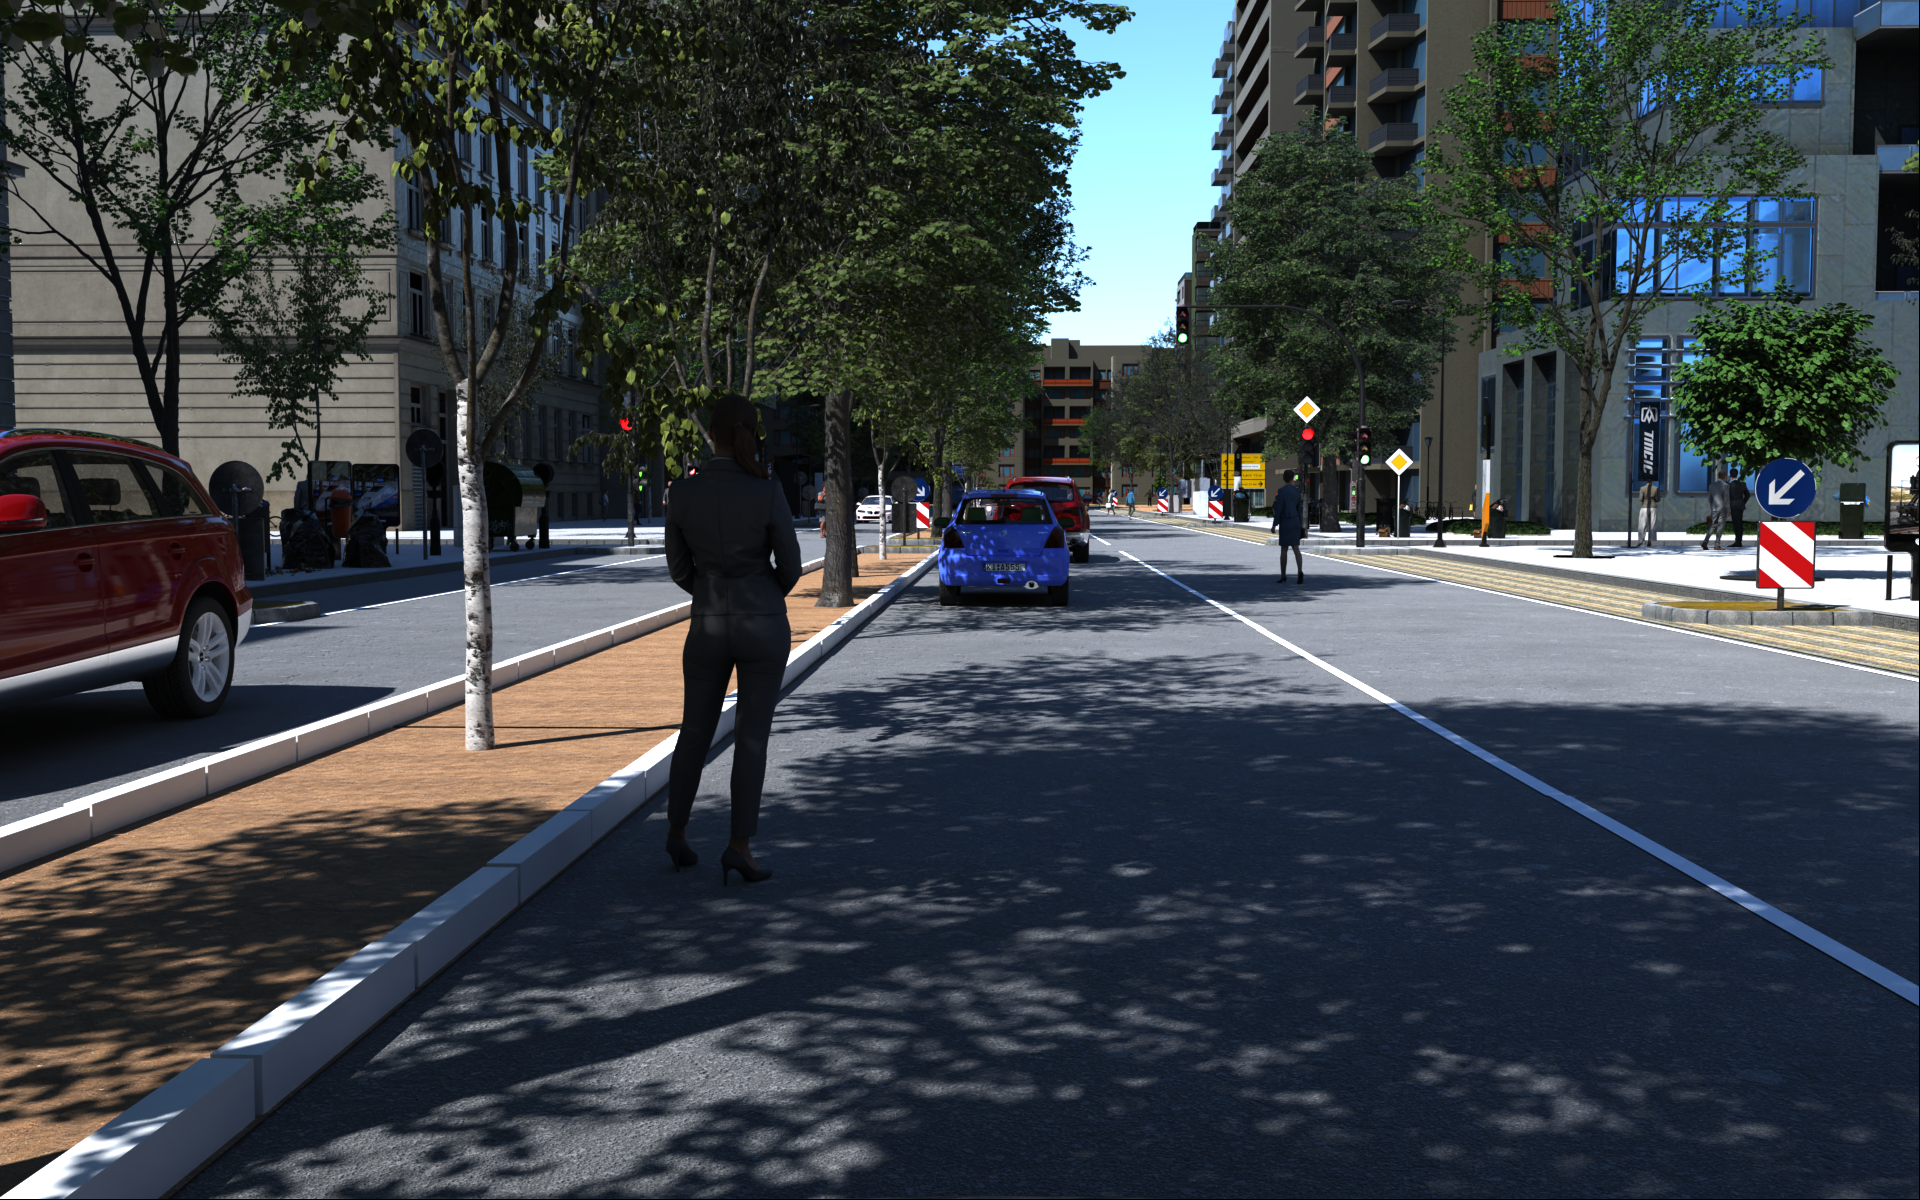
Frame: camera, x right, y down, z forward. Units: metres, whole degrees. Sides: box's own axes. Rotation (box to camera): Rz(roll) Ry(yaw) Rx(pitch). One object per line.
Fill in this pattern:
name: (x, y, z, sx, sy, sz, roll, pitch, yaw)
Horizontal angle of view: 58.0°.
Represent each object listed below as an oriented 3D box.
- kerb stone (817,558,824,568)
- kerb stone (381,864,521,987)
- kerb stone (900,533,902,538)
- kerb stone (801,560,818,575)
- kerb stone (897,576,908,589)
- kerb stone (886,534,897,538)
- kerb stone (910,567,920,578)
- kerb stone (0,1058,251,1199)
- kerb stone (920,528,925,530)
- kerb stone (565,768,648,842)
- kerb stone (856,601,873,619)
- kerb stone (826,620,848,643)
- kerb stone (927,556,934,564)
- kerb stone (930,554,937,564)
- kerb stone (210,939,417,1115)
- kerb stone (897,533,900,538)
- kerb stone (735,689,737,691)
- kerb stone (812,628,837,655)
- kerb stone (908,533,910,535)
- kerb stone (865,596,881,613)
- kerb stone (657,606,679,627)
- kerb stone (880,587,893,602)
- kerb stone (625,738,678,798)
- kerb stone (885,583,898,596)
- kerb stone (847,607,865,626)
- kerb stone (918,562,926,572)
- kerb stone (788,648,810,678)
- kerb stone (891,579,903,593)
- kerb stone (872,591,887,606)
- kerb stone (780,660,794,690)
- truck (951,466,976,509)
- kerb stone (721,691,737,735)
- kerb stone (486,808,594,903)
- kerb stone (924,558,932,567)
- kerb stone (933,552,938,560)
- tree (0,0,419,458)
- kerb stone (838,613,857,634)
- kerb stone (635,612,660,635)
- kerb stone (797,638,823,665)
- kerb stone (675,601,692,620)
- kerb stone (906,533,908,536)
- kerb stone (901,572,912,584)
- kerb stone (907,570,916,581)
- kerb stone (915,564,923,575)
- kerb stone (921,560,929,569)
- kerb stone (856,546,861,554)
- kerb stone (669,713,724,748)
kerb stone: (-2.779, -0.677, 33.263, 0.120, 0.150, 1.000, 0, 4, 2)
kerb stone: (-1.607, 1.029, 5.497, 0.120, 0.150, 1.000, 0, 4, 2)
kerb stone: (-2.035, -2.022, 55.304, 0.120, 0.150, 1.000, 0, 4, 2)
kerb stone: (-2.803, -0.614, 32.241, 0.120, 0.150, 1.000, 0, 4, 2)
kerb stone: (-0.913, -0.230, 25.974, 0.120, 0.150, 1.000, 0, 4, 2)
kerb stone: (-2.101, -1.898, 53.250, 0.120, 0.150, 1.000, 0, 4, 2)
kerb stone: (-0.810, -0.413, 29.047, 0.120, 0.150, 1.000, 0, 4, 2)
kerb stone: (-1.681, 1.147, 3.441, 0.120, 0.150, 1.000, 0, 4, 2)
kerb stone: (-1.489, -3.027, 71.681, 0.120, 0.150, 1.000, 0, 4, 2)
kerb stone: (-1.539, 0.896, 7.542, 0.120, 0.150, 1.000, 0, 4, 2)
kerb stone: (-1.126, 0.145, 19.821, 0.120, 0.150, 1.000, 0, 4, 2)
kerb stone: (-1.222, 0.334, 16.757, 0.120, 0.150, 1.000, 0, 4, 2)
kerb stone: (-0.644, -0.726, 34.165, 0.120, 0.150, 1.000, 0, 4, 2)
kerb stone: (-0.610, -0.794, 35.186, 0.120, 0.150, 1.000, 0, 4, 2)
kerb stone: (-1.640, 1.084, 4.466, 0.120, 0.150, 1.000, 0, 4, 2)
kerb stone: (-2.060, -1.962, 54.276, 0.120, 0.150, 1.000, 0, 4, 2)
kerb stone: (-1.400, 0.645, 11.642, 0.120, 0.150, 1.000, 0, 4, 2)
kerb stone: (-1.254, 0.395, 15.734, 0.120, 0.150, 1.000, 0, 4, 2)
kerb stone: (-1.895, -2.276, 59.402, 0.120, 0.150, 1.000, 0, 4, 2)
kerb stone: (-1.085, 0.083, 20.843, 0.120, 0.150, 1.000, 0, 4, 2)
kerb stone: (-3.254, 0.200, 18.923, 0.120, 0.150, 1.000, 0, 4, 2)
kerb stone: (-1.013, -0.043, 22.895, 0.120, 0.150, 1.000, 0, 4, 2)
kerb stone: (-1.504, 0.840, 8.564, 0.120, 0.150, 1.000, 0, 4, 2)
kerb stone: (-0.989, -0.105, 23.920, 0.120, 0.150, 1.000, 0, 4, 2)
kerb stone: (-1.160, 0.208, 18.800, 0.120, 0.150, 1.000, 0, 4, 2)
kerb stone: (-0.741, -0.535, 31.094, 0.120, 0.150, 1.000, 0, 4, 2)
kerb stone: (-1.329, 0.520, 13.692, 0.120, 0.150, 1.000, 0, 4, 2)
kerb stone: (-0.948, -0.164, 24.951, 0.120, 0.150, 1.000, 0, 4, 2)
kerb stone: (-1.057, 0.020, 21.864, 0.120, 0.150, 1.000, 0, 4, 2)
kerb stone: (-1.360, 0.583, 12.665, 0.120, 0.150, 1.000, 0, 4, 2)
truck: (0.232, -11.197, 172.834, 2.967, 4.110, 18.799, 0, 4, 2)
kerb stone: (-1.436, 0.708, 10.618, 0.120, 0.150, 1.000, 0, 4, 2)
kerb stone: (-1.570, 0.959, 6.518, 0.120, 0.150, 1.000, 0, 4, 2)
kerb stone: (-0.677, -0.670, 33.144, 0.120, 0.150, 1.000, 0, 4, 2)
kerb stone: (-0.570, -0.857, 36.213, 0.120, 0.150, 1.000, 0, 4, 2)
tree: (-11.981, -6.110, 25.662, 9.928, 11.665, 9.643, 0, 3, 0)
kerb stone: (-1.188, 0.270, 17.779, 0.120, 0.150, 1.000, 0, 4, 2)
kerb stone: (-3.287, 0.263, 17.902, 0.120, 0.150, 1.000, 0, 4, 2)
kerb stone: (-1.299, 0.462, 14.714, 0.120, 0.150, 1.000, 0, 4, 2)
kerb stone: (-3.218, 0.138, 19.944, 0.120, 0.150, 1.000, 0, 4, 2)
kerb stone: (-1.929, -2.211, 58.380, 0.120, 0.150, 1.000, 0, 4, 2)
kerb stone: (-0.880, -0.294, 27.000, 0.120, 0.150, 1.000, 0, 4, 2)
kerb stone: (-0.844, -0.355, 28.022, 0.120, 0.150, 1.000, 0, 4, 2)
kerb stone: (-0.779, -0.482, 30.068, 0.120, 0.150, 1.000, 0, 4, 2)
kerb stone: (-0.711, -0.605, 32.122, 0.120, 0.150, 1.000, 0, 4, 2)
kerb stone: (-2.462, -1.239, 42.462, 0.120, 0.150, 1.000, 0, 4, 2)
kerb stone: (-1.465, 0.775, 9.587, 0.120, 0.150, 1.000, 0, 4, 2)
